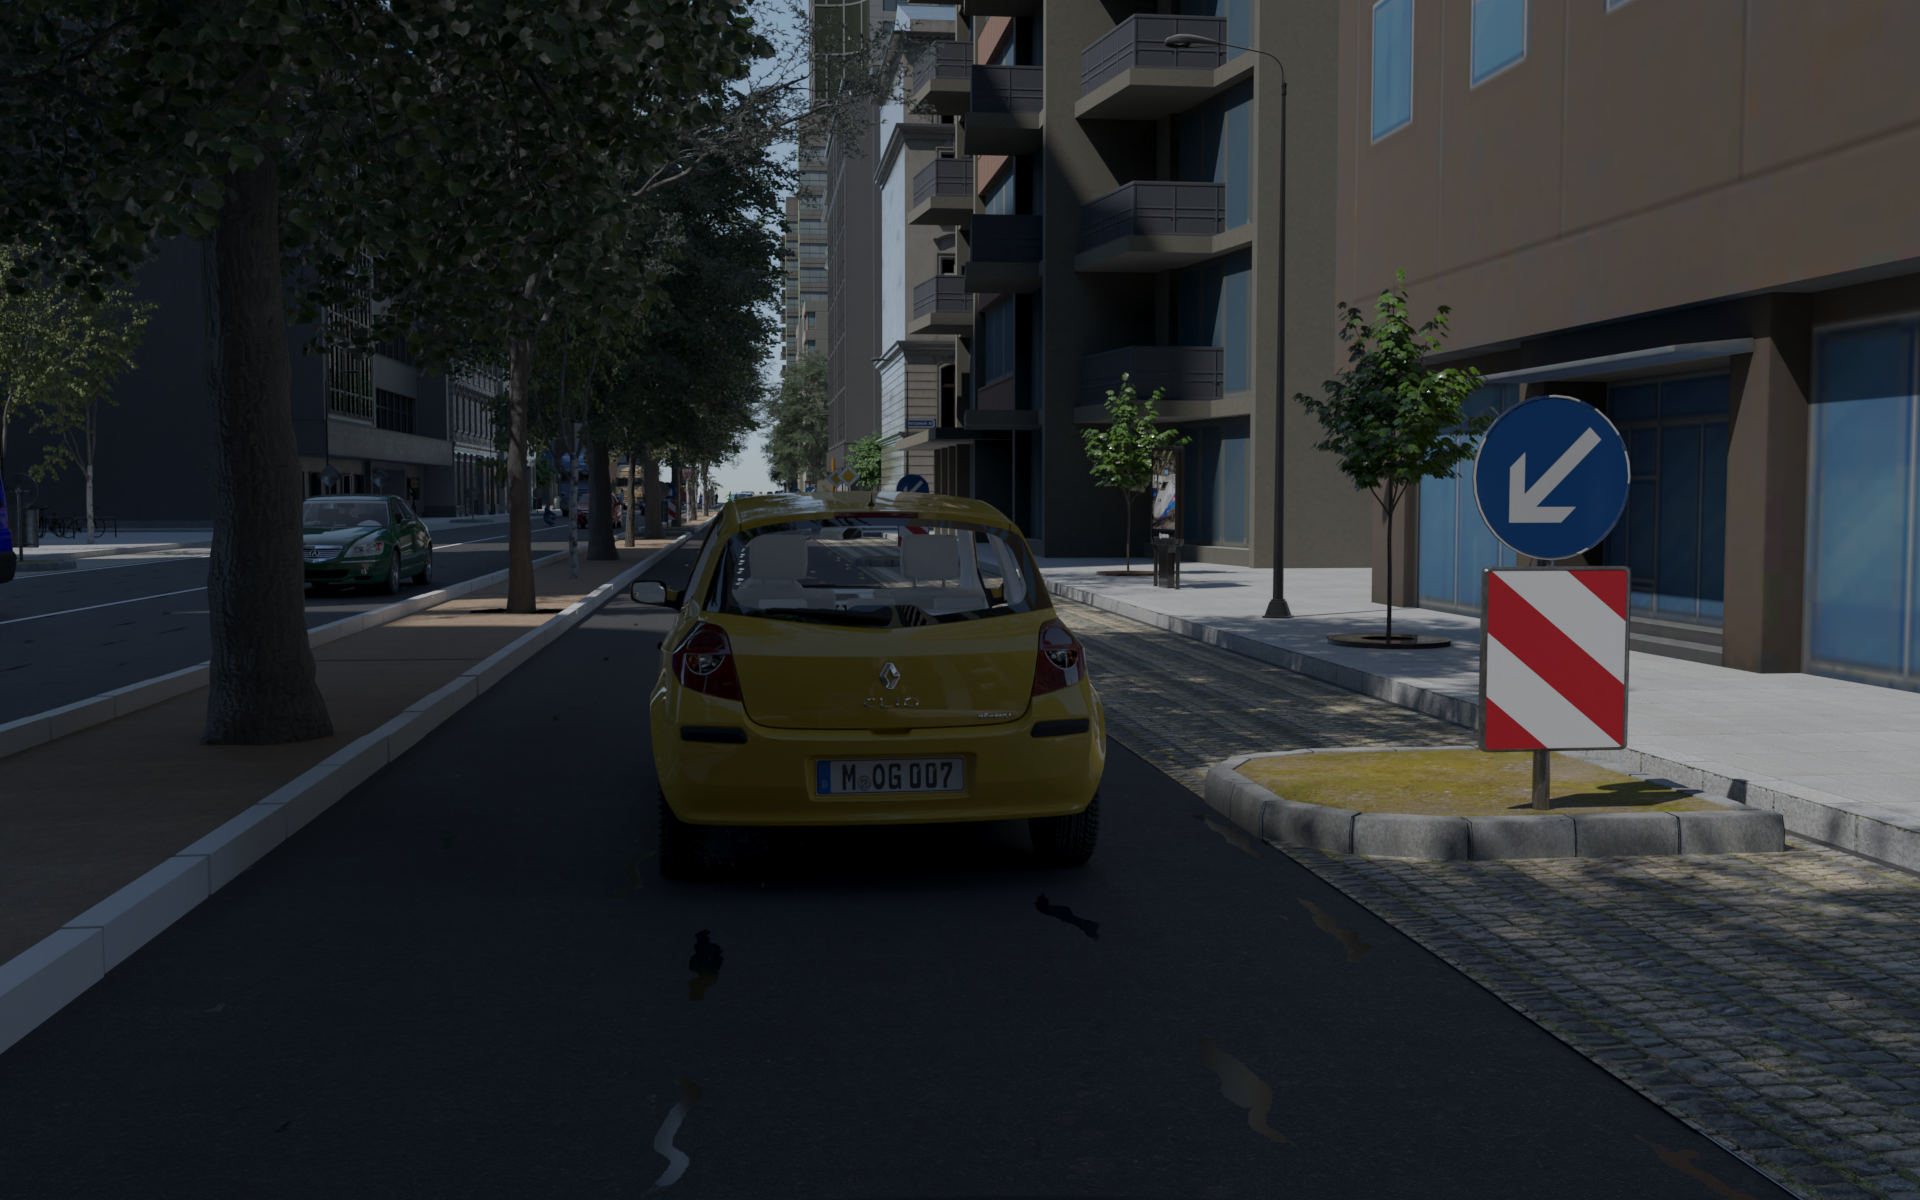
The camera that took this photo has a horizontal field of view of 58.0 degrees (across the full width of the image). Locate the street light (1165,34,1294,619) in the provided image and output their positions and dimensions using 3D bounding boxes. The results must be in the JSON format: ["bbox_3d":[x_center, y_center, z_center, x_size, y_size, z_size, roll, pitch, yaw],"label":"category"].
[{"bbox_3d":[2.763,-2.765,17.744,1.470,5.913,1.316,0,4,-7],"label":"street light"}]

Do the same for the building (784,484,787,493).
[{"bbox_3d":[-10.476,-34.788,260.671,32.217,40.220,23.993,0,4,-7],"label":"building"}]

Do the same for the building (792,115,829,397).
[{"bbox_3d":[-10.755,-31.006,190.545,14.154,41.232,14.086,0,4,-7],"label":"building"}]

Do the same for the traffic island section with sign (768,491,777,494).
[{"bbox_3d":[-17.141,-9.612,165.790,1.989,1.847,2.006,0,4,-7],"label":"traffic island section with sign"}]

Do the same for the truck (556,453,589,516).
[{"bbox_3d":[-25.280,-7.873,118.475,2.967,4.110,18.799,0,4,-7],"label":"truck"}]

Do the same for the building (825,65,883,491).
[{"bbox_3d":[-0.682,-19.185,107.176,14.314,27.812,24.014,0,4,-7],"label":"building"}]

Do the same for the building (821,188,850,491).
[{"bbox_3d":[-3.073,-21.002,130.778,14.401,28.519,23.554,0,4,-7],"label":"building"}]

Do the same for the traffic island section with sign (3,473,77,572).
[{"bbox_3d":[-17.799,-1.457,32.446,1.989,1.847,2.006,0,4,-7],"label":"traffic island section with sign"}]

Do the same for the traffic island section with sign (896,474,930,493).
[{"bbox_3d":[-1.120,-1.595,34.710,1.989,1.847,2.006,0,4,-7],"label":"traffic island section with sign"}]

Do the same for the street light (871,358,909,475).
[{"bbox_3d":[-2.335,-5.298,59.156,1.470,5.913,1.316,0,4,-7],"label":"street light"}]

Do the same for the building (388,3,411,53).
[{"bbox_3d":[-51.140,-53.686,190.430,22.319,86.520,31.000,0,4,-7],"label":"building"}]

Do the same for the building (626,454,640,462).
[{"bbox_3d":[-57.871,-36.380,249.435,22.147,44.769,28.867,0,4,-7],"label":"building"}]

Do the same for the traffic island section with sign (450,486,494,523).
[{"bbox_3d":[-24.450,-4.786,86.874,1.989,1.847,2.006,0,4,-7],"label":"traffic island section with sign"}]

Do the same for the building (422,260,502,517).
[{"bbox_3d":[-33.386,-15.510,102.734,9.793,20.994,18.267,0,4,-7],"label":"building"}]

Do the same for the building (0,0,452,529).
[{"bbox_3d":[-32.871,-15.861,78.388,14.314,24.678,30.058,0,4,-7],"label":"building"}]

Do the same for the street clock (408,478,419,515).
[{"bbox_3d":[-25.225,-4.612,79.975,0.358,2.002,0.471,3,5,41],"label":"street clock"}]

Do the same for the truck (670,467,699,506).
[{"bbox_3d":[-28.318,-11.606,178.663,2.839,4.237,11.283,0,4,-8],"label":"truck"}]

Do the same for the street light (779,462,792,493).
[{"bbox_3d":[-21.707,-15.004,217.850,1.470,5.913,1.316,0,4,-7],"label":"street light"}]

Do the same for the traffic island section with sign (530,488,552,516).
[{"bbox_3d":[-27.737,-6.431,113.781,1.989,1.847,2.006,0,4,-7],"label":"traffic island section with sign"}]

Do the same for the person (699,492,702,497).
[{"bbox_3d":[-40.482,-15.938,269.602,0.721,1.766,1.217,0,4,-5],"label":"person"}]

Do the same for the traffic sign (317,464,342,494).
[{"bbox_3d":[-20.783,-3.272,57.146,0.795,2.450,0.064,0,4,-7],"label":"traffic sign"}]

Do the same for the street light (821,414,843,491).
[{"bbox_3d":[-7.377,-7.840,100.731,1.470,5.913,1.316,0,4,-7],"label":"street light"}]

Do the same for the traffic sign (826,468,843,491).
[{"bbox_3d":[-4.781,-3.882,67.119,0.795,2.450,0.064,0,4,-7],"label":"traffic sign"}]

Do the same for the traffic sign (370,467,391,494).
[{"bbox_3d":[-21.752,-3.757,65.073,0.795,2.450,0.064,0,4,-7],"label":"traffic sign"}]

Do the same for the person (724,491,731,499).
[{"bbox_3d":[-24.274,-10.614,182.754,1.217,1.735,0.721,1,4,12],"label":"person"}]

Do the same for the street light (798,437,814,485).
[{"bbox_3d":[-12.579,-10.354,141.837,1.470,5.913,1.316,0,4,-7],"label":"street light"}]

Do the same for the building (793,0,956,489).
[{"bbox_3d":[-9.611,-47.031,207.214,20.563,71.187,20.611,0,4,-7],"label":"building"}]

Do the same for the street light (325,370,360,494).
[{"bbox_3d":[-23.200,-5.656,65.019,1.470,5.913,1.316,0,4,-7],"label":"street light"}]

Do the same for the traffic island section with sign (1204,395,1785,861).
[{"bbox_3d":[2.175,0.057,7.700,1.989,1.847,2.006,0,4,-7],"label":"traffic island section with sign"}]

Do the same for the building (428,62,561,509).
[{"bbox_3d":[-50.837,-27.975,149.272,32.217,40.220,23.993,0,4,-7],"label":"building"}]

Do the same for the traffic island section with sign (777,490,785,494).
[{"bbox_3d":[-11.136,-6.607,116.648,1.989,1.847,2.006,0,4,-7],"label":"traffic island section with sign"}]

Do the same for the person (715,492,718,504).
[{"bbox_3d":[-35.601,-14.931,253.532,0.541,1.710,0.530,-2,4,-28],"label":"person"}]

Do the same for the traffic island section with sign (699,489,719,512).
[{"bbox_3d":[-20.251,-8.106,140.666,2.006,1.907,1.989,0,4,-7],"label":"traffic island section with sign"}]

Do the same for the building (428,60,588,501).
[{"bbox_3d":[-44.269,-31.771,169.568,14.600,45.320,14.200,0,4,-7],"label":"building"}]

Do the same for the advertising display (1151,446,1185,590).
[{"bbox_3d":[2.823,-1.125,23.614,0.123,1.923,0.974,-1,4,-14],"label":"advertising display"}]

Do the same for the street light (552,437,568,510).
[{"bbox_3d":[-32.492,-10.285,140.707,1.470,5.913,1.316,0,4,-7],"label":"street light"}]

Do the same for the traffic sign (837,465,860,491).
[{"bbox_3d":[-3.812,-3.398,59.192,0.795,2.450,0.064,0,4,-7],"label":"traffic sign"}]

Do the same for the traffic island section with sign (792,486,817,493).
[{"bbox_3d":[-7.853,-4.964,89.784,1.989,1.847,2.006,0,4,-7],"label":"traffic island section with sign"}]

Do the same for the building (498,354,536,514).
[{"bbox_3d":[-35.848,-16.230,120.115,10.420,20.320,16.860,0,4,-7],"label":"building"}]

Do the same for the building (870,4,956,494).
[{"bbox_3d":[13.882,-15.734,76.342,34.723,24.649,14.460,0,4,-7],"label":"building"}]

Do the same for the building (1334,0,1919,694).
[{"bbox_3d":[12.182,-22.211,13.268,14.600,45.320,14.200,0,4,-7],"label":"building"}]

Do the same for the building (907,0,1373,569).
[{"bbox_3d":[10.232,-23.738,42.745,22.147,44.769,28.867,0,4,-7],"label":"building"}]

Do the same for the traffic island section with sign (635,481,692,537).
[{"bbox_3d":[-10.236,-3.094,58.728,2.006,1.907,1.989,0,4,-7],"label":"traffic island section with sign"}]

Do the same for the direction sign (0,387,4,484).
[{"bbox_3d":[-20.105,-2.712,36.345,0.379,3.537,0.876,-2,4,-27],"label":"direction sign"}]

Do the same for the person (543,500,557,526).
[{"bbox_3d":[-18.354,-3.905,77.845,0.738,1.151,1.012,0,4,-3],"label":"person"}]

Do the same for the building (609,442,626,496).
[{"bbox_3d":[-51.714,-35.367,228.367,14.600,45.320,14.200,0,4,-7],"label":"building"}]

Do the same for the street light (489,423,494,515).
[{"bbox_3d":[-28.197,-8.172,106.151,1.470,5.913,1.316,0,4,-7],"label":"street light"}]

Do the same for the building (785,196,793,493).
[{"bbox_3d":[-17.165,-34.073,240.681,14.154,41.232,14.086,0,4,-7],"label":"building"}]

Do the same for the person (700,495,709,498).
[{"bbox_3d":[-27.593,-10.896,187.373,1.217,1.736,0.721,-1,4,-8],"label":"person"}]

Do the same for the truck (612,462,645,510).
[{"bbox_3d":[-29.300,-10.193,155.561,2.839,4.237,11.283,0,4,-5],"label":"truck"}]

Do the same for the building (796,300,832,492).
[{"bbox_3d":[-1.827,-19.913,170.623,27.650,21.520,28.899,0,4,-7],"label":"building"}]

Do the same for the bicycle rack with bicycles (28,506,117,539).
[{"bbox_3d":[-26.216,-2.269,50.478,2.852,0.926,2.925,1,4,13],"label":"bicycle rack with bicycles"}]

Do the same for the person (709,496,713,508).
[{"bbox_3d":[-25.912,-10.490,180.026,0.705,1.821,1.348,0,4,4],"label":"person"}]

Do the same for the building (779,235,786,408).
[{"bbox_3d":[-18.570,-38.624,286.122,22.147,44.769,28.867,0,4,-7],"label":"building"}]

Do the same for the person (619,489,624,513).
[{"bbox_3d":[-25.546,-7.464,130.795,0.793,1.790,0.793,-1,4,-19],"label":"person"}]

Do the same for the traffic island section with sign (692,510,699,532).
[{"bbox_3d":[-11.125,-3.544,66.082,2.006,1.907,1.989,0,4,-7],"label":"traffic island section with sign"}]

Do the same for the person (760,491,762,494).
[{"bbox_3d":[-22.512,-11.400,195.615,0.721,1.736,1.217,3,5,42],"label":"person"}]
